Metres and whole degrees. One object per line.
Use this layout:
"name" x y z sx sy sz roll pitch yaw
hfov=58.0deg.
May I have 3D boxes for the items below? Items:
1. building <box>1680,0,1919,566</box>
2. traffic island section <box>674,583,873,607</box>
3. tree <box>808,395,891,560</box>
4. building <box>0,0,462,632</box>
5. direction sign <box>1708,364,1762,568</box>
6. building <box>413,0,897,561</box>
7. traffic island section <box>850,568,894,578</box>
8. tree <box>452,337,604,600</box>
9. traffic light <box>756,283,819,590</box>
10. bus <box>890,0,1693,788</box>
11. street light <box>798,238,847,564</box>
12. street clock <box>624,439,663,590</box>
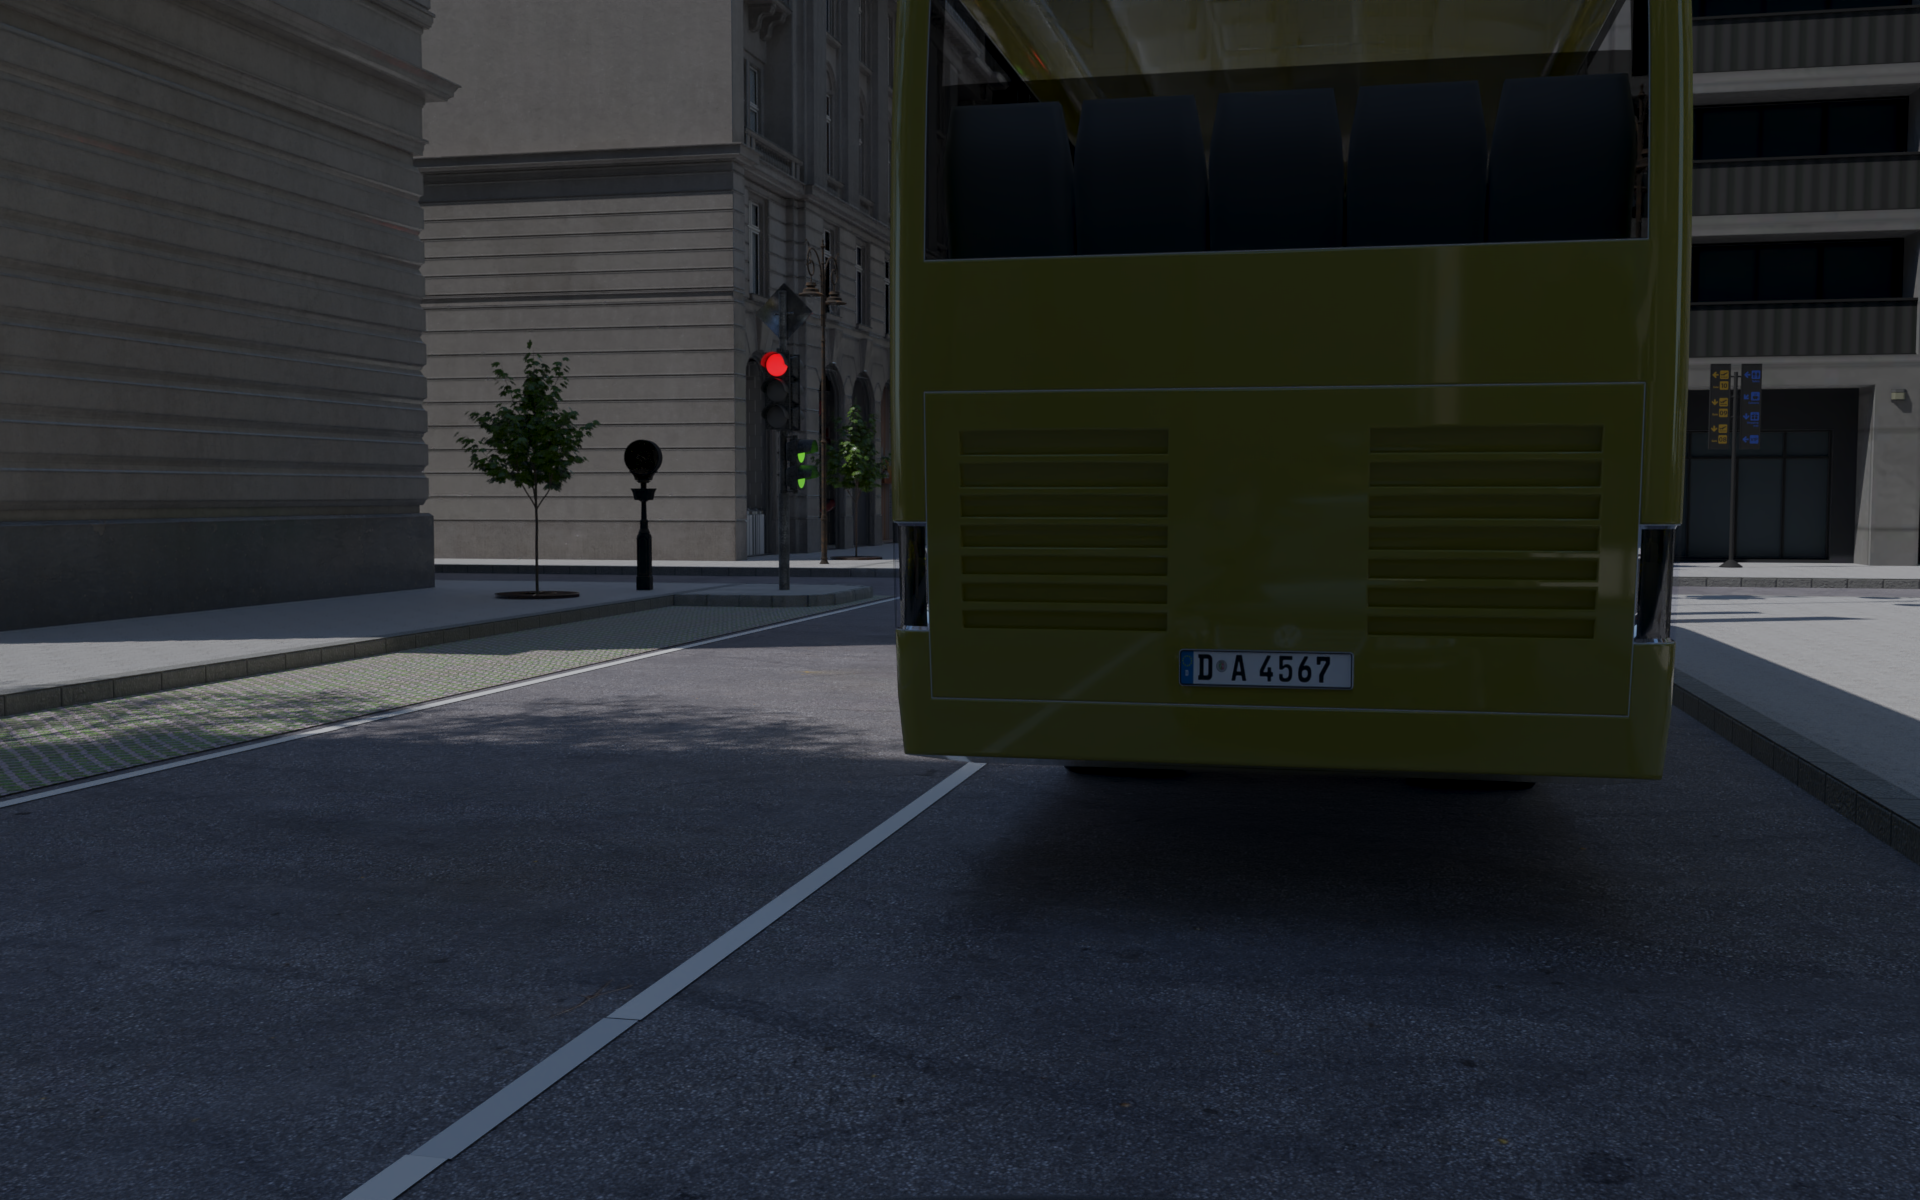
"building" 23.964 -36.652 37.512 20.611 71.187 20.563 1 4 13
"traffic island section" -2.375 -0.059 23.238 2.009 0.180 2.903 1 4 13
"tree" -1.945 -2.411 34.016 1.663 3.219 1.824 0 3 0
"building" -17.278 -11.717 20.449 19.941 23.489 11.050 1 4 13
"direction sign" 13.467 -2.334 30.151 0.876 3.537 0.379 0 4 2
"building" -7.461 -12.423 44.912 13.314 21.916 24.055 1 4 13
"traffic island section" -0.618 -0.535 31.028 2.009 0.180 2.903 1 4 13
"tree" -5.307 -1.652 21.606 1.663 3.219 1.824 0 3 0
"traffic light" -2.338 -2.090 23.094 0.839 4.253 0.868 1 4 13
"bus" 2.316 -1.215 11.418 2.896 3.916 12.252 1 4 13
"street light" -2.487 -3.595 31.564 0.468 5.910 1.993 1 4 13
"street clock" -4.217 -1.134 23.108 0.471 2.002 0.358 0 4 3
